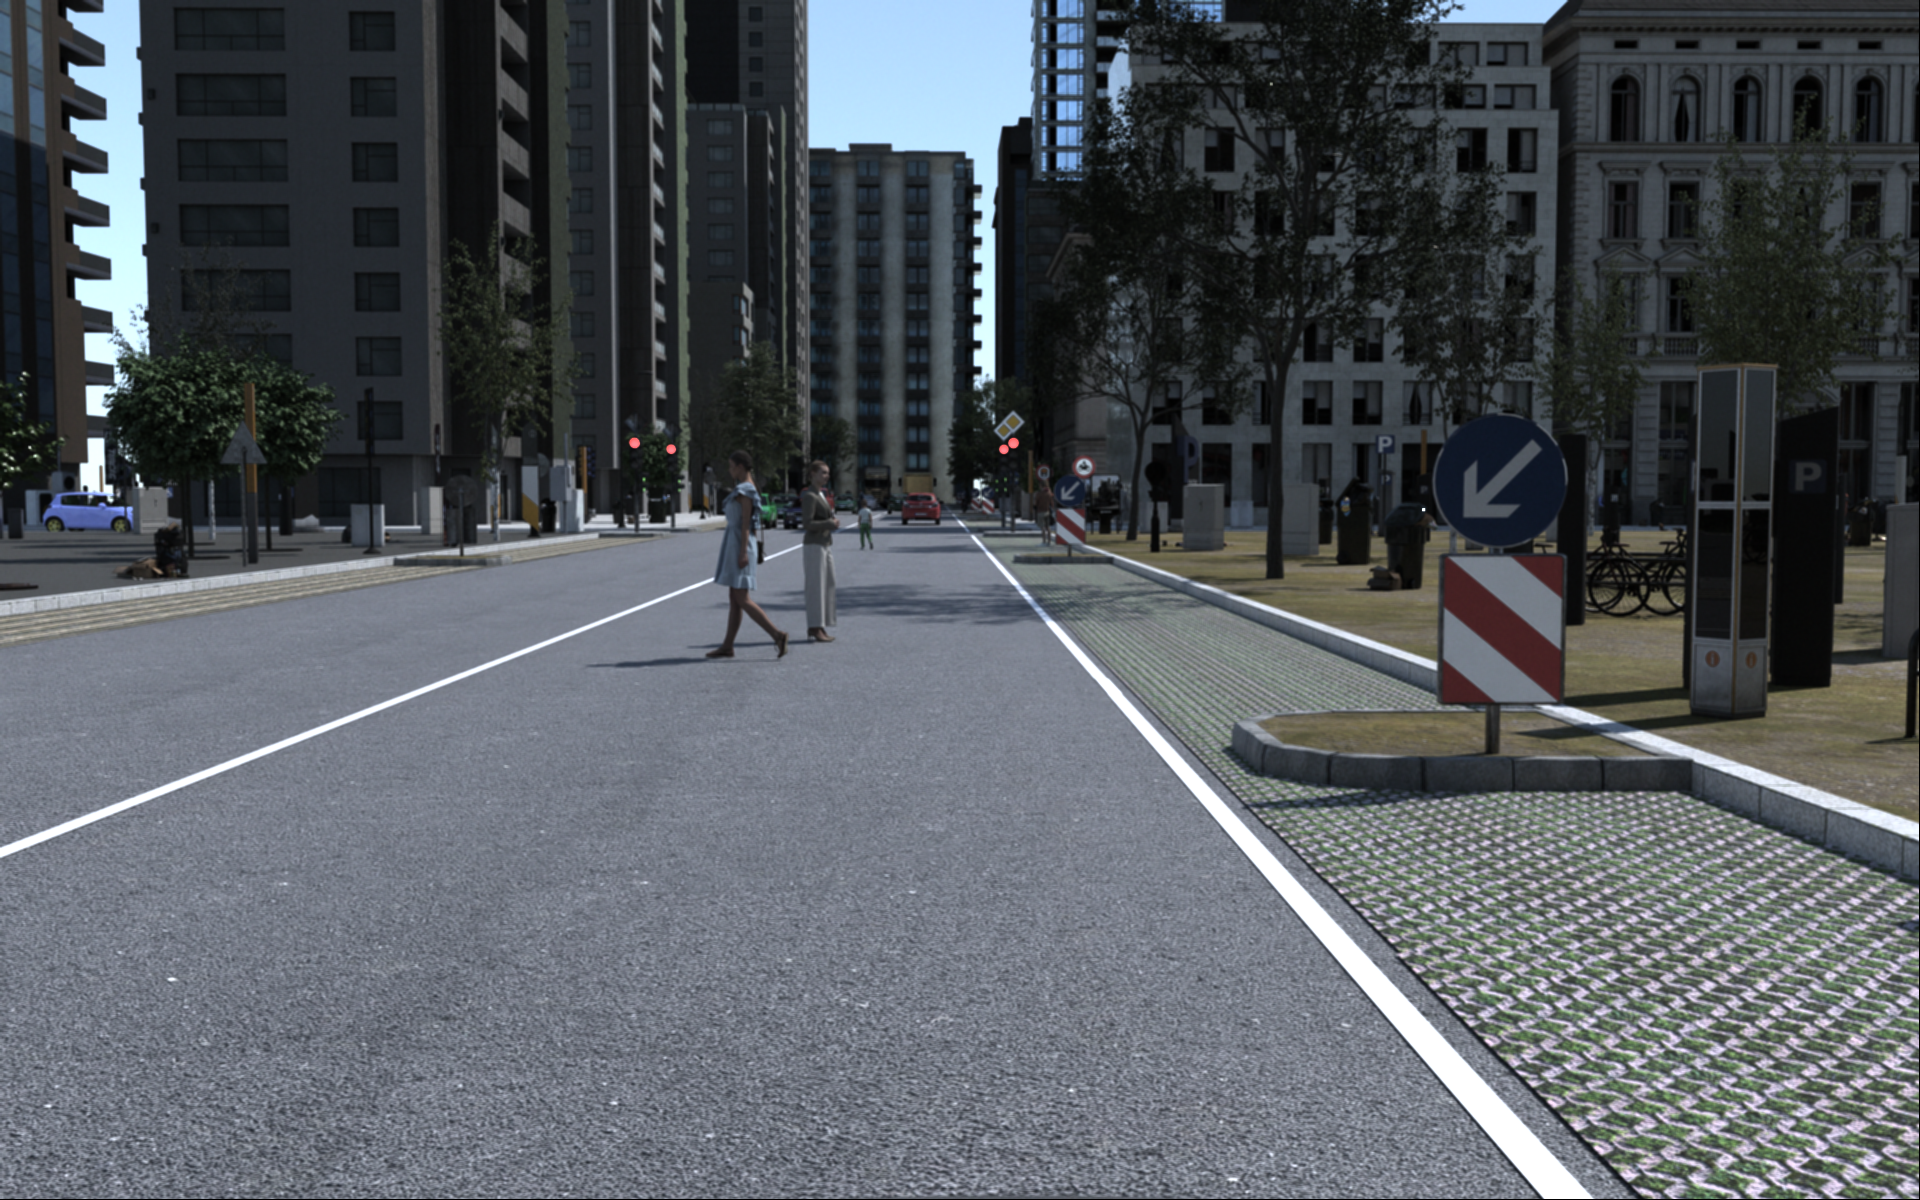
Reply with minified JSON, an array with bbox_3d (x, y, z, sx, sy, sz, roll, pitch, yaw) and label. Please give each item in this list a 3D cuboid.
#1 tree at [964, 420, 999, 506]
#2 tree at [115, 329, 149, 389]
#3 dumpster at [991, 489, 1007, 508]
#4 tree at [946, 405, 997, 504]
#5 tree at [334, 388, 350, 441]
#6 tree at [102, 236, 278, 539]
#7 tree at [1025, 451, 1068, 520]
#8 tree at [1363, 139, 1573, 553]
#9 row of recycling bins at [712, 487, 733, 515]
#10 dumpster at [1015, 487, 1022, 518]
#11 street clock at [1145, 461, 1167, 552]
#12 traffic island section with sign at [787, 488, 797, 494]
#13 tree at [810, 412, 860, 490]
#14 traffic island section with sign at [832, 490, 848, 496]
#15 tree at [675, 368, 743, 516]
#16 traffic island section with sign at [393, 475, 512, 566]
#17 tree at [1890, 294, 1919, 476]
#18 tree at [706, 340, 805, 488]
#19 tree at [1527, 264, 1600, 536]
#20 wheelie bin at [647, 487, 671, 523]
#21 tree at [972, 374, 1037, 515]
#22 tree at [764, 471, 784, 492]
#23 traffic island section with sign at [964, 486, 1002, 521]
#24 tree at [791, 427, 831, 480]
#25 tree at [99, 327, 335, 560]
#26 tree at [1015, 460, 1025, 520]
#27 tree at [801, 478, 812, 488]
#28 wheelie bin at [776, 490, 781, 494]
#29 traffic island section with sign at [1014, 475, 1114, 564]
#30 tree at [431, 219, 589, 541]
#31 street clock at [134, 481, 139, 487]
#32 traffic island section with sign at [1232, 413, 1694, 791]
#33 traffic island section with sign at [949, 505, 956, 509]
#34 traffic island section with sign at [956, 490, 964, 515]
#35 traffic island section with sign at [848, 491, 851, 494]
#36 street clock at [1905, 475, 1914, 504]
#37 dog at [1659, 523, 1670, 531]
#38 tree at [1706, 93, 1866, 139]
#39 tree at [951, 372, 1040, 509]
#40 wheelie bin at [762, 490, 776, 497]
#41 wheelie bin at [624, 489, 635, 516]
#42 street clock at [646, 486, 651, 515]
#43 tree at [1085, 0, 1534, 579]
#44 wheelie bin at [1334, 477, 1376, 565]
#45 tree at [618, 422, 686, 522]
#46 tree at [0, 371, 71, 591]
[{"bbox_3d":[2.247,-14.135,181.469,4.360,8.622,3.978,0,3,0],"label":"tree"},{"bbox_3d":[-35.911,-7.817,78.166,4.737,8.622,4.395,0,3,0],"label":"tree"},{"bbox_3d":[2.919,-7.567,129.478,1.264,1.857,1.865,0,4,-1],"label":"dumpster"},{"bbox_3d":[1.920,-18.373,218.517,7.486,12.596,7.792,0,3,0],"label":"tree"},{"bbox_3d":[-15.564,-3.388,39.102,4.285,4.588,4.351,0,3,0],"label":"tree"},{"bbox_3d":[-21.407,-6.019,48.778,4.360,8.622,3.978,0,3,0],"label":"tree"},{"bbox_3d":[3.968,-5.055,77.256,1.663,3.219,1.824,0,3,0],"label":"tree"},{"bbox_3d":[10.304,-5.223,35.757,4.360,8.622,3.978,0,3,0],"label":"tree"},{"bbox_3d":[-14.446,-6.038,105.839,1.069,1.692,3.534,-1,4,-16],"label":"row of recycling bins"},{"bbox_3d":[3.488,-5.248,91.555,1.264,1.857,1.865,0,4,-1],"label":"dumpster"},{"bbox_3d":[4.307,-2.054,38.161,0.471,2.002,0.358,0,4,2],"label":"street clock"},{"bbox_3d":[-11.380,-6.663,117.564,1.989,1.847,2.006,0,4,-1],"label":"traffic island section with sign"},{"bbox_3d":[-16.155,-17.905,218.497,9.928,11.665,9.643,0,3,0],"label":"tree"},{"bbox_3d":[-12.127,-9.739,167.861,1.989,1.847,2.006,0,4,-1],"label":"traffic island section with sign"},{"bbox_3d":[-14.435,-9.190,100.613,4.360,8.622,3.978,0,3,0],"label":"tree"},{"bbox_3d":[-10.180,-1.615,35.027,1.989,1.847,2.006,0,4,-1],"label":"traffic island section with sign"},{"bbox_3d":[25.410,-5.648,42.708,4.360,8.622,3.978,0,3,0],"label":"tree"},{"bbox_3d":[-14.997,-12.809,127.547,7.486,12.596,7.792,0,3,0],"label":"tree"},{"bbox_3d":[19.438,-6.288,53.165,4.737,8.622,4.395,0,3,0],"label":"tree"},{"bbox_3d":[-13.275,-4.167,76.041,0.980,1.594,0.693,1,4,11],"label":"wheelie bin"},{"bbox_3d":[3.050,-9.576,106.922,4.737,8.622,4.395,0,3,0],"label":"tree"},{"bbox_3d":[-15.050,-8.892,139.979,1.663,3.219,1.824,0,3,0],"label":"tree"},{"bbox_3d":[1.341,-5.029,90.857,1.989,1.847,2.006,0,4,-1],"label":"traffic island section with sign"},{"bbox_3d":[-16.267,-14.556,188.348,4.360,8.622,3.978,0,3,0],"label":"tree"},{"bbox_3d":[-15.310,-3.100,34.397,4.285,4.588,4.351,0,3,0],"label":"tree"},{"bbox_3d":[3.500,-5.491,84.383,1.663,3.219,1.824,0,3,0],"label":"tree"},{"bbox_3d":[-15.271,-11.016,174.712,1.663,3.219,1.824,0,3,0],"label":"tree"},{"bbox_3d":[-14.248,-7.752,134.650,0.980,1.594,0.693,0,4,-5],"label":"wheelie bin"},{"bbox_3d":[2.137,-1.686,36.195,1.989,1.847,2.006,0,4,-1],"label":"traffic island section with sign"},{"bbox_3d":[-12.595,-5.944,47.542,4.737,8.622,4.395,0,3,0],"label":"tree"},{"bbox_3d":[-47.148,-5.785,99.146,0.358,2.002,0.471,-2,4,-30],"label":"street clock"},{"bbox_3d":[2.523,-0.038,9.243,1.989,1.847,2.006,0,4,-1],"label":"traffic island section with sign"},{"bbox_3d":[0.196,-9.769,168.345,1.989,1.847,2.006,0,4,-1],"label":"traffic island section with sign"},{"bbox_3d":[0.929,-6.688,117.974,1.989,1.847,2.006,0,4,-1],"label":"traffic island section with sign"},{"bbox_3d":[-12.536,-11.446,195.772,1.989,1.847,2.006,0,4,-1],"label":"traffic island section with sign"},{"bbox_3d":[36.686,-3.824,67.095,0.471,2.002,0.358,-1,4,-22],"label":"street clock"},{"bbox_3d":[25.006,-2.533,61.601,0.550,0.427,0.748,1,4,14],"label":"dog"},{"bbox_3d":[15.634,-5.056,33.025,4.737,8.622,4.395,0,3,0],"label":"tree"},{"bbox_3d":[3.127,-13.522,146.837,9.928,11.665,9.643,0,3,0],"label":"tree"},{"bbox_3d":[-13.912,-7.111,124.174,0.693,1.594,0.980,1,4,21],"label":"wheelie bin"},{"bbox_3d":[-19.521,-5.788,102.549,0.693,1.594,0.980,-1,4,-17],"label":"wheelie bin"},{"bbox_3d":[-18.770,-6.117,104.582,0.358,2.002,0.471,-1,4,-10],"label":"street clock"},{"bbox_3d":[4.513,-5.586,25.743,7.601,10.594,8.767,-3,5,-44],"label":"tree"},{"bbox_3d":[7.222,-1.450,31.624,0.693,1.594,0.980,1,4,19],"label":"wheelie bin"},{"bbox_3d":[-13.976,-5.828,79.004,4.285,4.588,4.351,0,3,0],"label":"tree"},{"bbox_3d":[-12.911,-1.759,23.361,1.663,3.219,1.824,0,3,0],"label":"tree"}]
